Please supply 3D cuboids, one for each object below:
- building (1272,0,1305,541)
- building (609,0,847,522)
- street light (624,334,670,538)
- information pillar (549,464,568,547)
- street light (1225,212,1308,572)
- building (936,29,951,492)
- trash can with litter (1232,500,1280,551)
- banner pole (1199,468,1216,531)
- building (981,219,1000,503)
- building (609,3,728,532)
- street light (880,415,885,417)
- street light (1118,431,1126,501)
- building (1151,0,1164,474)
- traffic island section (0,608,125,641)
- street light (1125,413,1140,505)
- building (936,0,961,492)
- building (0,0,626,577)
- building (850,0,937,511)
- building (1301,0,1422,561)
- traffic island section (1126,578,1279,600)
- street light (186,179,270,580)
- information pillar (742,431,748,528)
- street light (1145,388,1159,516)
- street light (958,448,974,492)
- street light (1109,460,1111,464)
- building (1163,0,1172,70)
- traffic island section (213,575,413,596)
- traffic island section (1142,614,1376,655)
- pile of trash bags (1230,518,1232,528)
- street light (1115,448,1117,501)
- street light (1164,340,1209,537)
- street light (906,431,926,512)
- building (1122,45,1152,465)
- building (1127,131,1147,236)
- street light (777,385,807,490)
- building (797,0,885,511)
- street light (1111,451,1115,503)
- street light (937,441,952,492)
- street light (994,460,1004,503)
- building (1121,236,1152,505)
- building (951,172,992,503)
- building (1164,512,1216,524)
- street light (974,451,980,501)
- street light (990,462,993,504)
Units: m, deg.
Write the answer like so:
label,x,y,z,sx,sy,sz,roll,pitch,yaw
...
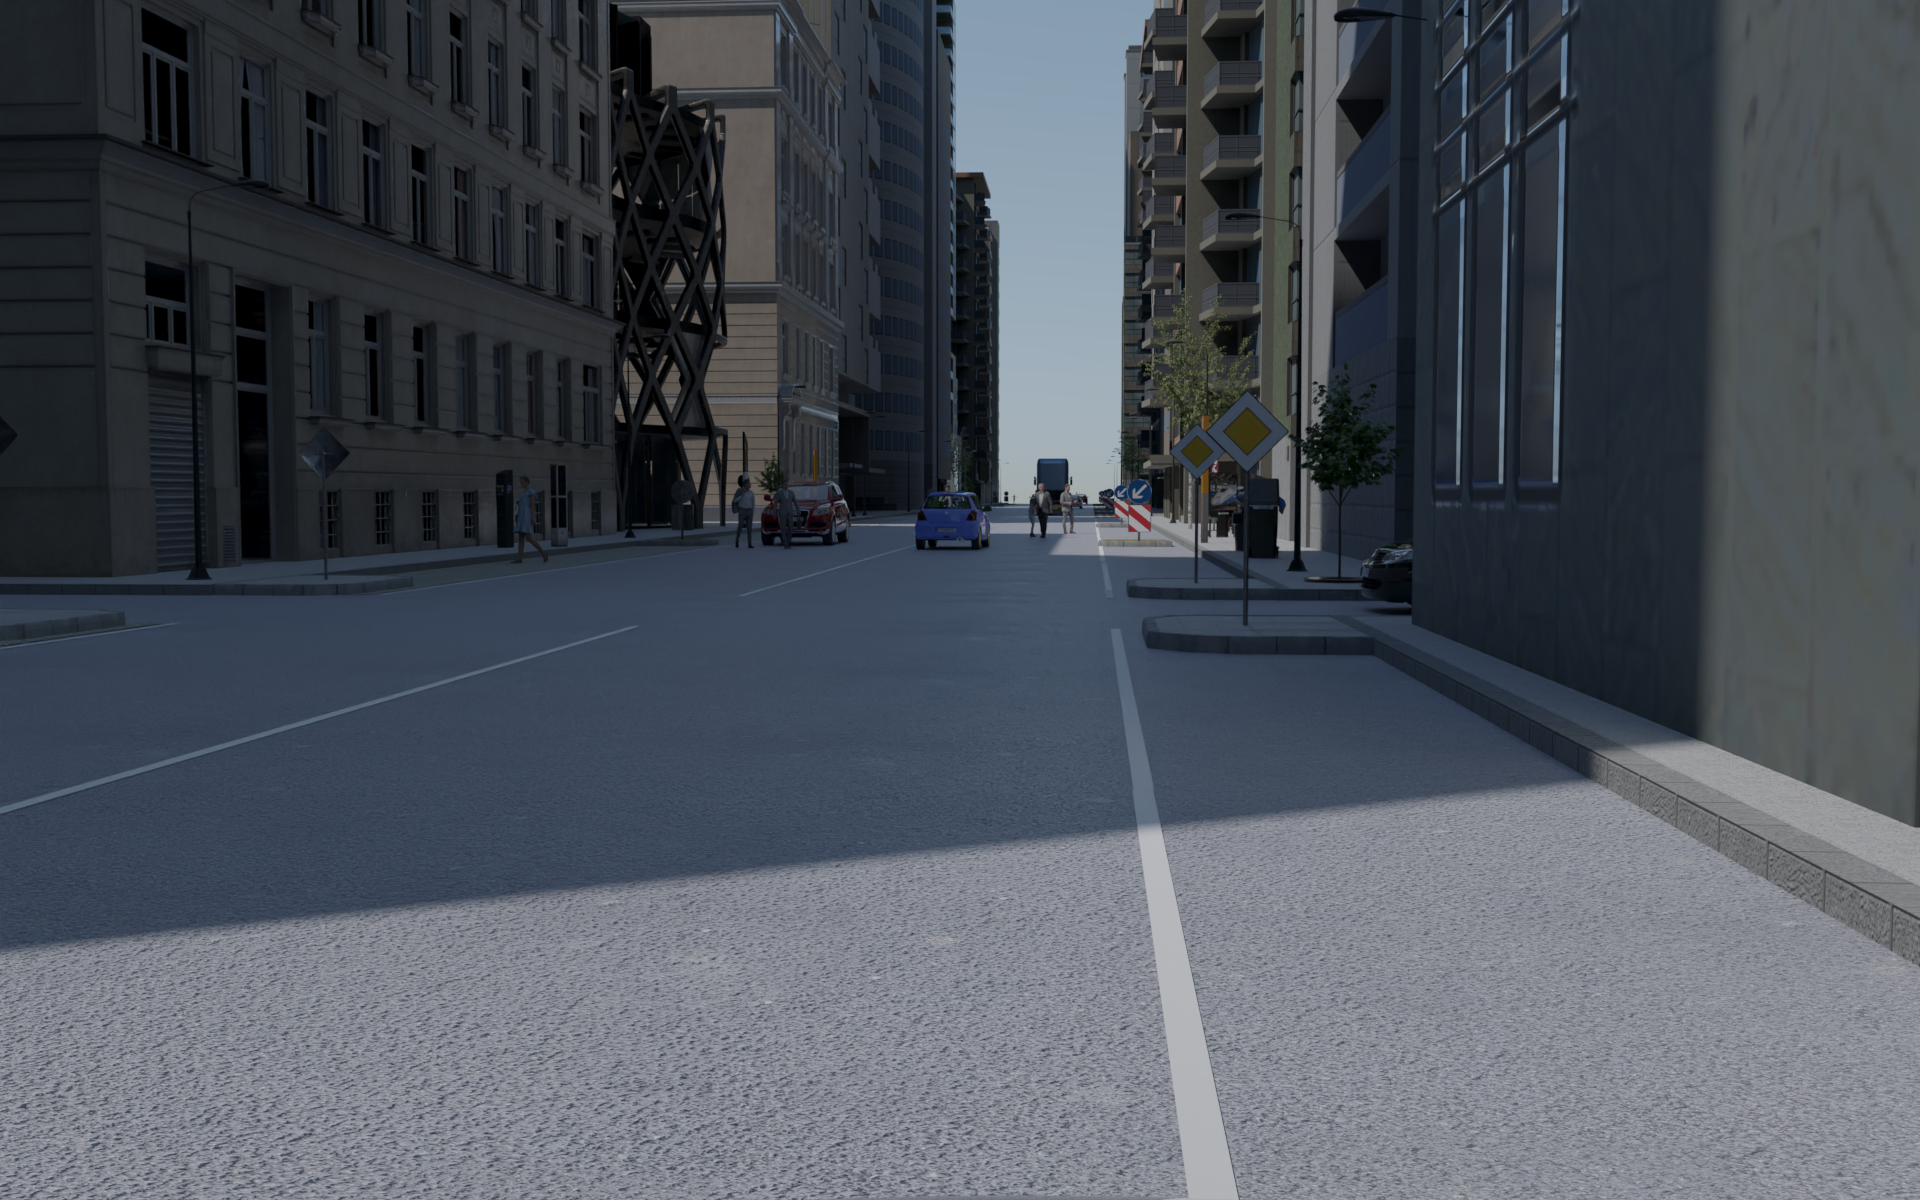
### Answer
label,x,y,z,sx,sy,sz,roll,pitch,yaw
building,16.472,-17.171,52.450,14.160,30.474,14.107,0,4,4
building,-13.776,-18.537,88.989,13.634,28.700,20.117,0,4,4
street light,-9.113,-4.765,50.452,1.470,5.913,1.316,0,4,4
information pillar,-9.772,-2.306,42.191,0.304,2.012,0.304,3,5,43
street light,5.067,-3.433,28.672,1.470,5.913,1.316,0,4,4
building,-8.335,-31.525,165.542,14.600,45.320,14.200,0,4,4
trash can with litter,6.632,-1.675,38.768,1.055,1.170,0.624,2,4,27
banner pole,8.610,-4.289,60.143,0.863,3.779,0.401,0,4,-5
building,-1.626,-34.769,252.059,14.154,41.232,14.086,0,4,4
building,-17.519,-12.083,65.007,16.820,18.784,16.811,0,4,4
street light,-5.108,-7.946,102.461,1.470,5.913,1.316,0,4,4
street light,12.653,-9.524,128.257,1.470,5.913,1.316,0,4,4
building,28.447,-33.125,130.840,28.713,52.752,27.495,0,4,4
traffic island section,-10.095,0.267,17.913,2.009,0.180,2.903,0,4,4
street light,10.418,-7.765,99.492,1.470,5.913,1.316,0,4,4
building,-10.604,-54.221,199.182,22.319,86.520,31.000,0,4,4
building,-19.204,-12.683,40.646,16.112,22.955,30.059,0,4,4
building,-13.662,-36.810,143.842,21.231,58.520,28.212,0,4,4
building,21.788,-29.941,31.539,28.212,58.520,21.231,0,4,4
traffic island section,3.413,-0.160,24.896,2.009,0.180,2.903,0,4,4
street light,-10.885,-3.256,25.772,1.470,5.913,1.316,0,4,4
information pillar,-8.056,-4.506,65.022,0.183,3.616,0.504,1,4,8
street light,8.813,-6.320,75.872,1.470,5.913,1.316,0,4,4
street light,0.409,-12.320,173.978,1.470,5.913,1.316,0,4,4
street light,17.159,-13.154,187.609,1.470,5.913,1.316,0,4,4
building,20.183,-28.178,110.823,14.600,45.320,14.200,0,4,4
traffic island section,-9.491,-0.220,25.876,2.009,0.180,2.903,0,4,4
traffic island section,2.809,0.327,16.934,2.009,0.180,2.903,0,4,4
pile of trash bags,11.182,-3.448,66.127,1.912,1.369,3.447,-1,4,-12
street light,14.596,-10.986,152.160,1.470,5.913,1.316,0,4,4
street light,6.902,-4.877,52.275,1.470,5.913,1.316,0,4,4
street light,-3.213,-9.431,126.744,1.470,5.913,1.316,0,4,4
building,32.141,-42.014,228.931,21.231,58.520,28.212,0,4,4
building,27.160,-34.151,208.483,14.600,45.320,14.200,0,4,4
street light,-7.235,-6.209,74.051,1.470,5.913,1.316,0,4,4
building,-19.947,-32.191,115.560,28.713,52.752,27.495,0,4,4
street light,16.321,-12.441,175.945,1.470,5.913,1.316,0,4,4
street light,-1.406,-10.875,150.349,1.470,5.913,1.316,0,4,4
street light,4.766,-15.927,232.941,1.470,5.913,1.316,0,4,4
building,25.321,-25.858,194.473,14.160,30.474,14.107,0,4,4
building,-7.297,-35.219,230.457,22.147,44.769,28.867,0,4,4
building,19.925,-26.095,81.270,22.147,44.769,28.867,0,4,4
street light,1.128,-12.996,185.025,1.470,5.913,1.316,0,4,4
street light,2.867,-14.440,208.635,1.470,5.913,1.316,0,4,4
